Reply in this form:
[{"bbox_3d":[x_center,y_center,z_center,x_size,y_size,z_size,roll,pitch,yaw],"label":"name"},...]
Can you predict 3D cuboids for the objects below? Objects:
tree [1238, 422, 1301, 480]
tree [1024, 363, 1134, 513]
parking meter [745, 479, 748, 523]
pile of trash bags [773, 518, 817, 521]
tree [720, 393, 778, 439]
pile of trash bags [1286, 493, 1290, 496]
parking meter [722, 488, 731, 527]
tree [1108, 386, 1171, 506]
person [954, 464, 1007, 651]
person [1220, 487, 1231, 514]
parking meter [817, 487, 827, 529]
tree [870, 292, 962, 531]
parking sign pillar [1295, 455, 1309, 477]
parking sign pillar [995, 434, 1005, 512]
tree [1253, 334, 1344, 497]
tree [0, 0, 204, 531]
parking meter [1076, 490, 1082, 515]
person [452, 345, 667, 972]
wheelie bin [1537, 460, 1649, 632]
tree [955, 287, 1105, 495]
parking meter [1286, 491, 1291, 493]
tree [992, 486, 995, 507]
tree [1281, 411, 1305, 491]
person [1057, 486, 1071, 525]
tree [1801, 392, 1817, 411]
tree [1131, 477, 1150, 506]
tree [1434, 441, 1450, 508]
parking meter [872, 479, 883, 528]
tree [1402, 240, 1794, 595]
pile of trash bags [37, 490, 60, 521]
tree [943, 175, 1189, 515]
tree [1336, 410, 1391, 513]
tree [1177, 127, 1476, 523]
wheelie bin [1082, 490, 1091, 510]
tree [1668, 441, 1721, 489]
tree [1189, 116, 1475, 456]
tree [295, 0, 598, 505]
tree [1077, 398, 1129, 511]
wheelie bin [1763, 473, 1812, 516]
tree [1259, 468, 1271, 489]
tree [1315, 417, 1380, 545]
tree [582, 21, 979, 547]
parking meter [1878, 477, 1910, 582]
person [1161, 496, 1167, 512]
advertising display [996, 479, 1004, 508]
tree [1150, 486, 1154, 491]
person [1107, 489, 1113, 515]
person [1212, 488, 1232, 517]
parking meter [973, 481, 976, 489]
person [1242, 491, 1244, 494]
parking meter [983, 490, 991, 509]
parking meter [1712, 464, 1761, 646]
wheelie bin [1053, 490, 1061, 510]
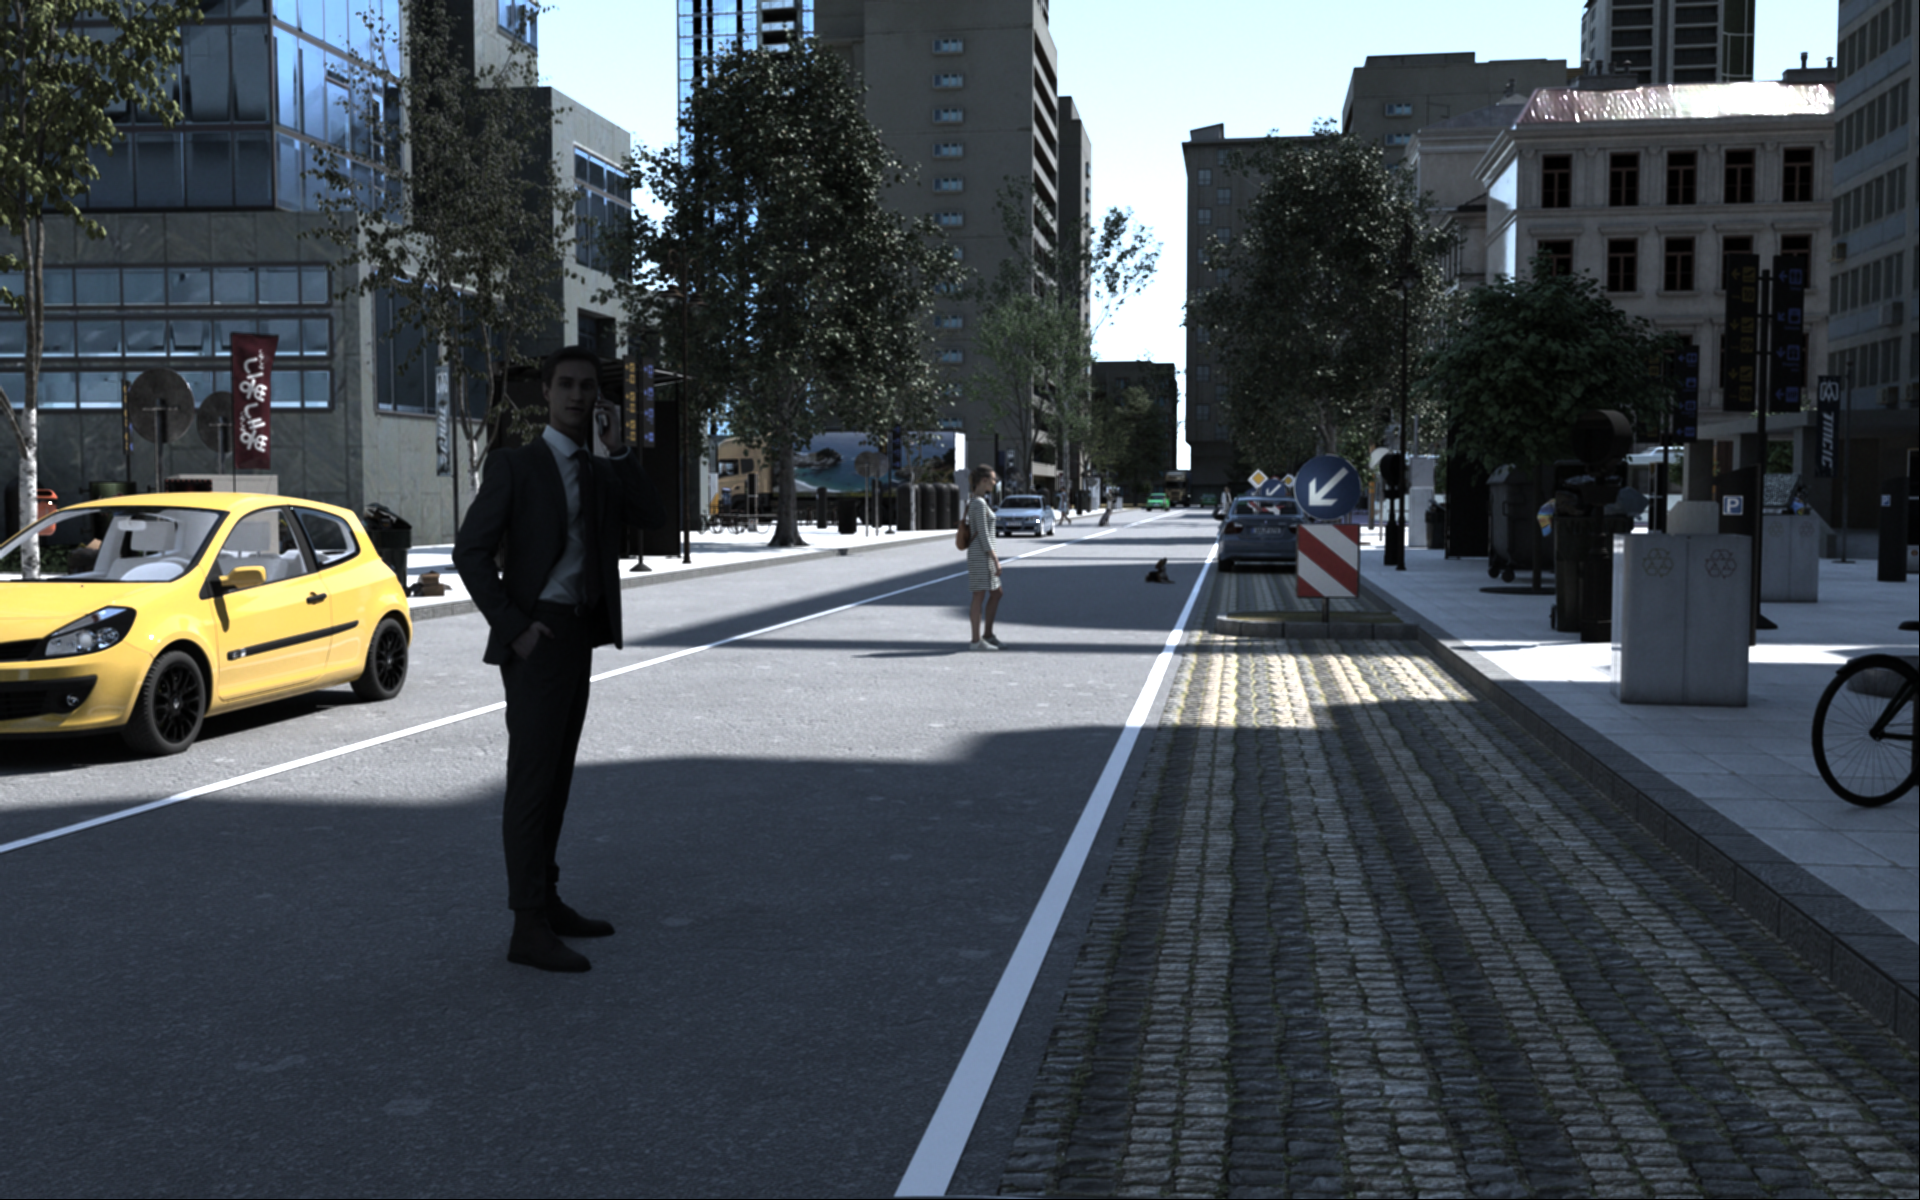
[{"bbox_3d":[28.657,-14.597,156.792,7.486,12.596,7.792,0,3,0],"label":"tree"},{"bbox_3d":[8.605,-11.338,119.788,7.601,10.594,8.767,2,4,30],"label":"tree"},{"bbox_3d":[-8.206,-3.765,67.268,0.255,1.863,0.399,0,3,0],"label":"parking meter"},{"bbox_3d":[-7.583,-4.539,83.967,1.912,1.369,3.447,2,4,31],"label":"pile of trash bags"},{"bbox_3d":[-10.959,-8.649,91.769,4.737,8.622,4.395,0,3,0],"label":"tree"},{"bbox_3d":[20.696,-6.055,108.744,1.912,1.369,3.447,0,4,6],"label":"pile of trash bags"},{"bbox_3d":[-9.158,-3.643,67.974,0.372,1.533,0.369,0,3,0],"label":"parking meter"},{"bbox_3d":[18.813,-16.178,182.640,7.486,12.596,7.792,0,3,0],"label":"tree"},{"bbox_3d":[0.204,-0.386,15.807,0.522,1.701,0.512,0,4,-7],"label":"person"},{"bbox_3d":[15.317,-5.604,100.004,0.514,1.842,0.818,-3,5,-43],"label":"person"},{"bbox_3d":[-5.116,-3.409,64.141,0.372,1.533,0.369,0,3,0],"label":"parking meter"},{"bbox_3d":[-1.768,-6.663,59.299,4.360,8.622,3.978,0,3,0],"label":"tree"},{"bbox_3d":[23.520,-7.919,117.943,1.447,3.967,1.447,-1,4,-12],"label":"parking sign pillar"},{"bbox_3d":[1.791,-5.488,78.201,1.447,3.967,1.447,0,4,2],"label":"parking sign pillar"},{"bbox_3d":[20.275,-10.988,105.414,9.928,11.665,9.643,0,3,0],"label":"tree"},{"bbox_3d":[-8.243,-3.934,14.687,4.737,8.622,4.395,0,3,0],"label":"tree"},{"bbox_3d":[7.306,-5.968,105.989,0.372,1.533,0.369,0,3,0],"label":"parking meter"},{"bbox_3d":[-1.238,0.145,5.490,0.474,1.900,0.648,1,4,21],"label":"person"},{"bbox_3d":[5.912,-0.507,16.192,0.980,1.594,0.693,1,4,17],"label":"wheelie bin"},{"bbox_3d":[3.436,-9.906,87.720,9.928,11.665,9.643,0,3,0],"label":"tree"},{"bbox_3d":[23.776,-7.162,125.510,0.372,1.533,0.369,0,3,0],"label":"parking meter"},{"bbox_3d":[2.776,-8.909,140.270,1.663,3.219,1.824,0,3,0],"label":"tree"},{"bbox_3d":[25.146,-11.054,131.088,4.737,8.622,4.395,0,3,0],"label":"tree"},{"bbox_3d":[4.850,-4.388,80.344,0.778,1.811,0.616,2,4,35],"label":"person"},{"bbox_3d":[26.428,-4.353,54.879,4.285,4.588,4.351,0,3,0],"label":"tree"},{"bbox_3d":[19.722,-12.043,191.509,1.663,3.219,1.824,0,3,0],"label":"tree"},{"bbox_3d":[17.351,-4.120,61.969,1.663,3.219,1.824,0,3,0],"label":"tree"},{"bbox_3d":[-3.153,-3.683,65.935,0.399,1.863,0.255,-1,4,-13],"label":"parking meter"},{"bbox_3d":[7.514,-2.381,22.639,4.285,4.588,4.351,0,3,0],"label":"tree"},{"bbox_3d":[-19.602,-1.489,34.092,3.447,1.369,1.912,-3,5,-43],"label":"pile of trash bags"},{"bbox_3d":[4.988,-15.218,104.701,12.611,20.169,13.585,0,3,0],"label":"tree"},{"bbox_3d":[26.412,-10.056,114.770,4.737,8.622,4.395,0,3,0],"label":"tree"},{"bbox_3d":[11.743,-8.422,54.701,9.611,12.733,9.660,0,3,0],"label":"tree"},{"bbox_3d":[10.042,-7.905,137.150,0.980,1.594,0.693,3,4,38],"label":"wheelie bin"},{"bbox_3d":[22.812,-3.624,53.857,1.663,3.219,1.824,0,3,0],"label":"tree"},{"bbox_3d":[18.684,-14.012,84.993,12.611,20.169,13.585,0,3,0],"label":"tree"},{"bbox_3d":[-6.835,-4.501,23.955,4.360,8.622,3.978,0,3,0],"label":"tree"},{"bbox_3d":[10.527,-11.094,131.741,4.737,8.622,4.395,0,3,0],"label":"tree"},{"bbox_3d":[12.638,-1.149,26.702,0.693,1.594,0.980,-2,4,-32],"label":"wheelie bin"},{"bbox_3d":[33.679,-12.571,189.250,4.285,4.588,4.351,0,3,0],"label":"tree"},{"bbox_3d":[10.044,-3.019,43.961,1.663,3.219,1.824,0,3,0],"label":"tree"},{"bbox_3d":[-4.352,-7.680,42.570,9.611,12.733,9.660,0,3,0],"label":"tree"},{"bbox_3d":[13.715,-1.042,25.443,0.372,1.533,0.369,0,3,0],"label":"parking meter"},{"bbox_3d":[16.490,-7.780,139.950,0.590,1.304,0.306,-3,4,-36],"label":"person"},{"bbox_3d":[1.760,-4.350,76.341,0.123,1.923,0.974,-1,4,-13],"label":"advertising display"},{"bbox_3d":[23.041,-13.448,214.478,1.663,3.219,1.824,0,3,0],"label":"tree"},{"bbox_3d":[10.346,-6.747,119.366,0.362,1.759,0.519,2,4,26],"label":"person"},{"bbox_3d":[16.634,-6.163,109.474,1.509,1.804,0.699,-1,4,-15],"label":"person"},{"bbox_3d":[0.793,-4.326,76.438,0.399,1.863,0.255,-3,5,-42],"label":"parking meter"},{"bbox_3d":[31.296,-11.131,191.206,0.721,1.735,1.217,2,4,25],"label":"person"},{"bbox_3d":[1.111,-3.749,69.703,0.372,1.533,0.369,0,3,0],"label":"parking meter"},{"bbox_3d":[6.575,-0.385,14.713,0.372,1.533,0.369,0,3,0],"label":"parking meter"},{"bbox_3d":[7.906,-8.090,140.186,0.693,1.594,0.980,-3,4,-36],"label":"wheelie bin"}]
